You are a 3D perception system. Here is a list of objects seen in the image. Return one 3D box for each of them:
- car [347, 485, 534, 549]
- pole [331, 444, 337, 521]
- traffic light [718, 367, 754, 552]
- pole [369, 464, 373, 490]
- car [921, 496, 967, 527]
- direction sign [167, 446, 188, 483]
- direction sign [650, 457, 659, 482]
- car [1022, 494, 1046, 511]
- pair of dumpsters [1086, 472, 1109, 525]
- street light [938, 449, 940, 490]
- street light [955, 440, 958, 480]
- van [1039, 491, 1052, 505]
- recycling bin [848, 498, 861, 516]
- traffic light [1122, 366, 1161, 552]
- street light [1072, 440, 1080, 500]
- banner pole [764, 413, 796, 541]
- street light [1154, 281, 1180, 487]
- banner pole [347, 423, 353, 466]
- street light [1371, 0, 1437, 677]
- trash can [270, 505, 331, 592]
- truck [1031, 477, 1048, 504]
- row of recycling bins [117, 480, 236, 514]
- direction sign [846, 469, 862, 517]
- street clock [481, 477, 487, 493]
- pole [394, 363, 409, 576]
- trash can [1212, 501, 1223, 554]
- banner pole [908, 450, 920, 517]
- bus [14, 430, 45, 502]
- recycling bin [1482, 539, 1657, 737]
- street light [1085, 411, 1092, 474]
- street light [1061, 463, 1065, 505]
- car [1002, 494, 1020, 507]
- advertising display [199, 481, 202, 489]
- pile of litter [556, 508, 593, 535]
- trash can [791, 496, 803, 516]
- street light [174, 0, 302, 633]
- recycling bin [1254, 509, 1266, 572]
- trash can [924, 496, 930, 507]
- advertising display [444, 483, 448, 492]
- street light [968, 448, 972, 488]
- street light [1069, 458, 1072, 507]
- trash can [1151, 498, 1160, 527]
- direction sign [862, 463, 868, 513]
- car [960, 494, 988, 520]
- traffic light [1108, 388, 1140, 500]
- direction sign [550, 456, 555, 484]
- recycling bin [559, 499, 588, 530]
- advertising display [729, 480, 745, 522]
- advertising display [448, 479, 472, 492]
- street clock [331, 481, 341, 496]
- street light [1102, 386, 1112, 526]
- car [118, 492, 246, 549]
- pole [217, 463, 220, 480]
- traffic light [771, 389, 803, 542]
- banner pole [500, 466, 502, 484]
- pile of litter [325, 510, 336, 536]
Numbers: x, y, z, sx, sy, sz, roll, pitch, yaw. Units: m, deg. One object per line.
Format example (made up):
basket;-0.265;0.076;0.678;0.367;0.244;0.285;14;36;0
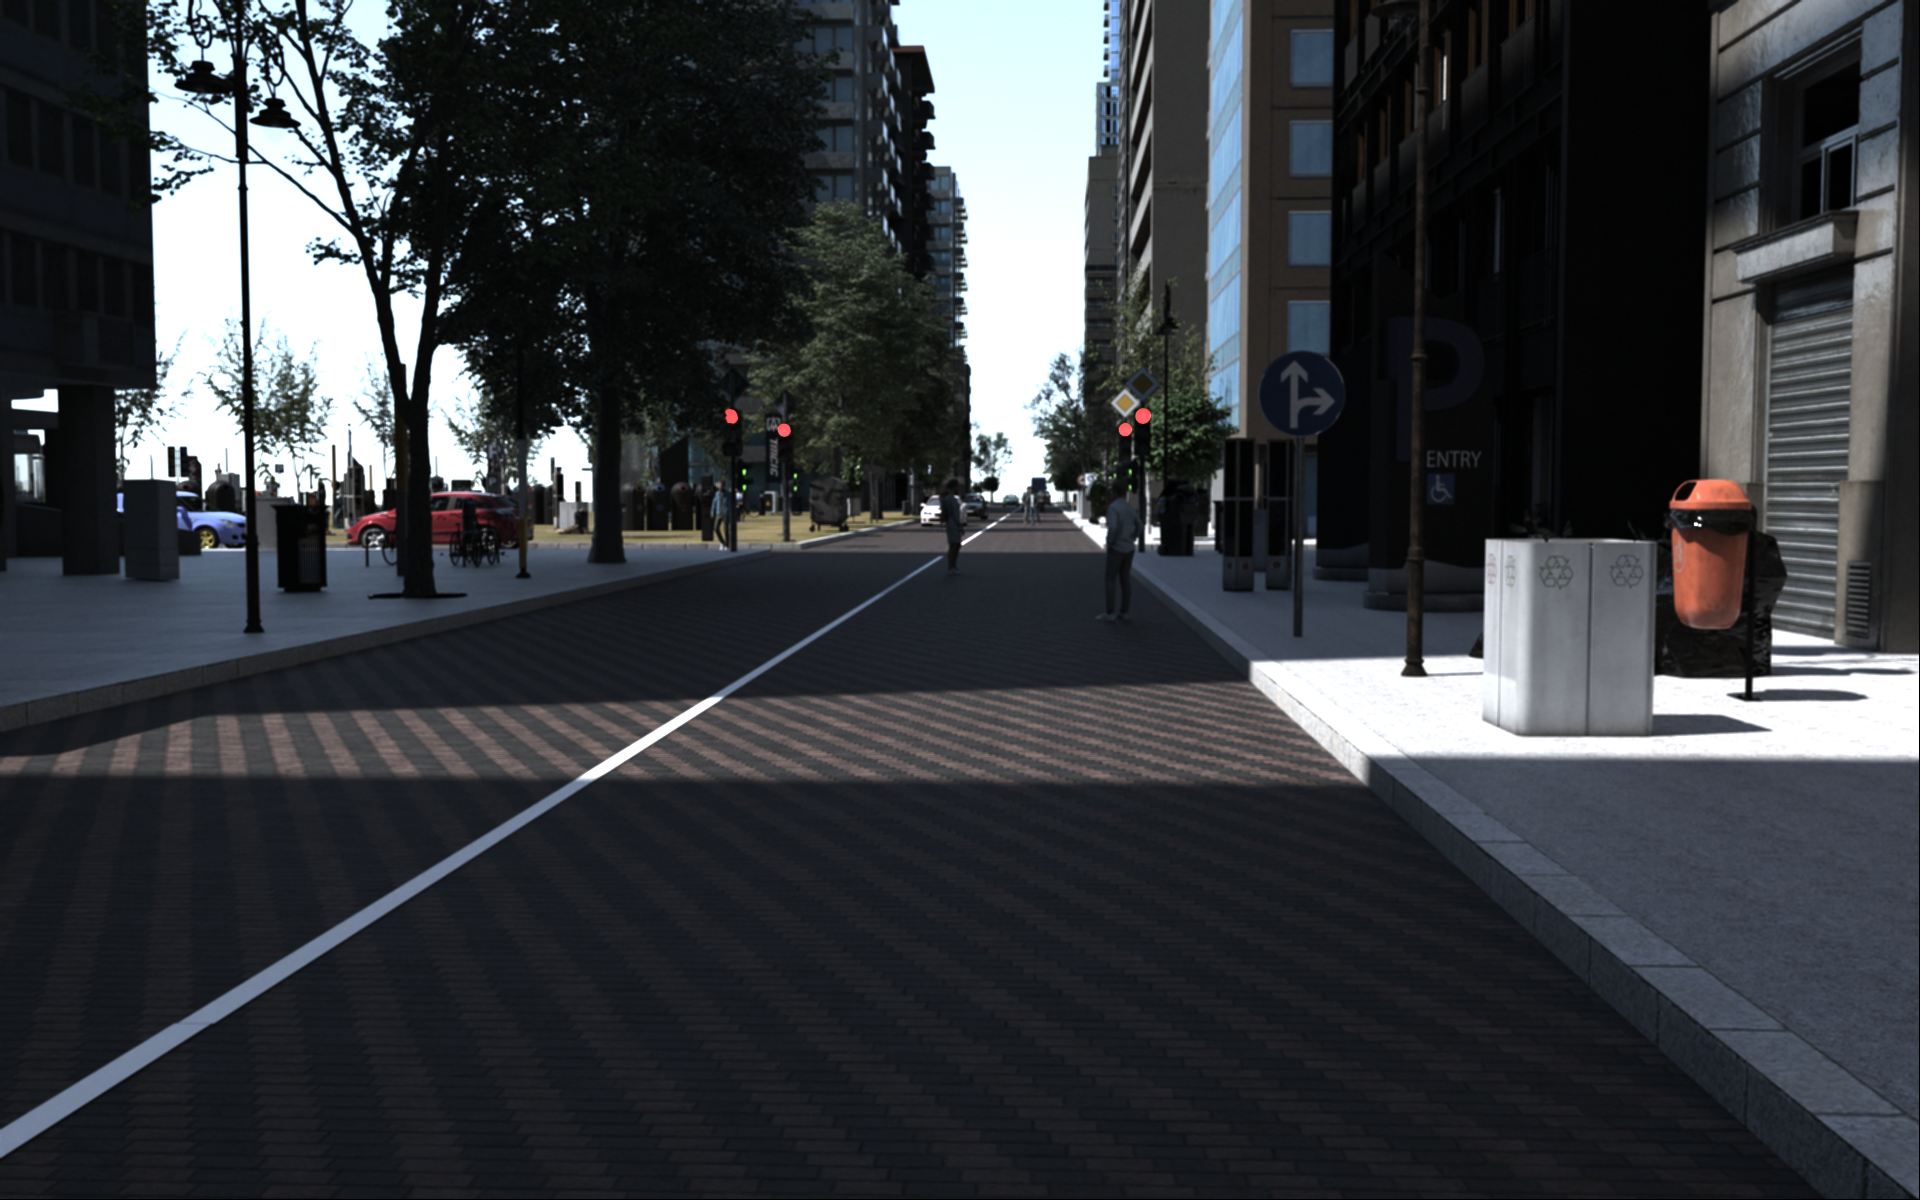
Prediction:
car;-12.754;-2.042;42.431;4.494;1.783;2.155;0;4;4
pole;-25.646;-4.719;70.993;0.158;3.312;0.155;0;3;0
traffic light;-5.023;-3.029;38.451;0.839;4.253;0.868;0;4;3
pole;-40.274;-7.619;118.409;0.158;3.312;0.155;0;3;0
car;-0.676;-3.967;77.214;2.083;1.381;4.827;0;4;3
direction sign;-36.972;-5.500;81.916;0.876;3.537;0.379;-1;4;-17
direction sign;-18.596;-6.941;105.487;0.876;3.537;0.379;3;5;43
car;6.141;-8.350;145.566;2.155;1.783;4.494;0;4;4
pair of dumpsters;6.183;-4.357;73.730;1.574;2.255;4.437;0;4;3
street light;-1.482;-9.197;123.165;0.468;5.910;1.993;0;4;3
street light;-0.313;-10.791;149.215;0.468;5.910;1.993;0;4;3
van;10.869;-13.249;223.629;2.013;2.044;4.112;0;4;1
recycling bin;-6.318;-5.484;102.213;0.722;1.027;0.722;-2;4;-24
traffic light;3.979;-3.004;38.043;0.839;4.253;0.868;0;4;3
street light;8.262;-9.048;120.714;0.468;5.910;1.993;0;4;3
banner pole;-4.917;-3.500;47.244;0.863;3.779;0.401;0;4;7
street light;4.477;-3.967;37.656;0.468;5.910;1.993;0;4;3
banner pole;-21.386;-4.332;60.848;0.401;3.779;0.863;-2;4;-28
street light;3.206;-2.401;12.050;0.468;5.910;1.993;0;4;3
trash can;-8.656;-0.680;22.772;0.748;1.137;0.748;0;3;0
truck;12.318;-16.979;267.361;2.967;4.110;18.799;0;4;1
row of recycling bins;-23.309;-2.694;51.166;3.534;1.692;1.069;-1;4;-23
direction sign;-6.125;-6.459;97.605;0.876;3.537;0.379;-1;4;-19
street clock;-20.370;-4.284;74.610;0.471;2.002;0.358;2;4;27
pole;-8.726;-2.033;27.077;0.158;3.312;0.155;0;3;0
trash can;5.804;-1.572;37.361;0.748;1.137;0.748;0;3;0
banner pole;-2.642;-6.674;99.141;0.863;3.779;0.401;2;4;33
bus;-29.195;-2.975;43.495;13.247;3.499;2.948;0;4;2
recycling bin;3.318;0.188;9.474;0.722;1.027;0.722;0;4;1
street light;7.074;-7.483;95.133;0.468;5.910;1.993;0;4;3
street light;11.952;-13.713;197.000;0.468;5.910;1.993;0;4;3
car;5.762;-11.242;195.600;2.131;1.459;4.920;0;4;2
advertising display;-36.556;-4.746;82.808;0.123;1.923;0.974;0;4;7
pile of litter;-12.359;-2.539;55.475;1.176;0.858;1.719;-1;4;-15
trash can;-9.769;-5.635;103.782;0.748;1.137;0.748;0;3;0
street light;-6.549;-2.636;15.887;0.468;5.910;1.993;0;4;3
recycling bin;4.930;-1.008;29.027;0.722;1.027;0.722;2;4;29
trash can;-2.285;-6.194;112.921;0.748;1.137;0.748;0;3;0
advertising display;-30.225;-5.844;100.767;0.974;1.923;0.123;1;4;10
street light;1.045;-12.355;174.791;0.468;5.910;1.993;0;4;3
street light;9.508;-10.550;145.272;0.468;5.910;1.993;0;4;3
trash can;7.806;-3.451;68.072;0.748;1.137;0.748;0;3;0
direction sign;-6.835;-7.835;120.095;0.876;3.537;0.379;0;4;-1
car;0.639;-5.385;97.827;2.009;1.686;4.222;0;4;4
traffic light;4.356;-3.492;46.020;0.839;4.253;0.868;0;4;3
direction sign;-24.601;-6.892;104.681;0.379;3.537;0.876;-2;4;-30
recycling bin;-12.969;-2.790;58.179;0.722;1.027;0.722;1;4;18
advertising display;-10.312;-4.580;80.091;0.974;1.923;0.123;3;5;41
advertising display;-21.932;-4.343;76.228;0.123;1.923;0.974;3;5;42
street clock;-33.969;-5.487;94.288;0.471;2.002;0.358;-3;5;-44
street light;5.943;-5.930;69.743;0.468;5.910;1.993;0;4;3
car;-19.900;-2.111;44.109;3.694;1.707;1.945;0;4;3
pole;-47.974;-7.238;112.182;0.158;3.312;0.155;0;3;0
traffic light;-4.646;-3.517;46.428;0.839;4.253;0.868;0;4;3
banner pole;-31.535;-7.872;118.724;0.863;3.779;0.401;-2;4;-24
pile of litter;-19.996;-2.430;53.692;1.176;0.858;1.719;-2;4;-24
